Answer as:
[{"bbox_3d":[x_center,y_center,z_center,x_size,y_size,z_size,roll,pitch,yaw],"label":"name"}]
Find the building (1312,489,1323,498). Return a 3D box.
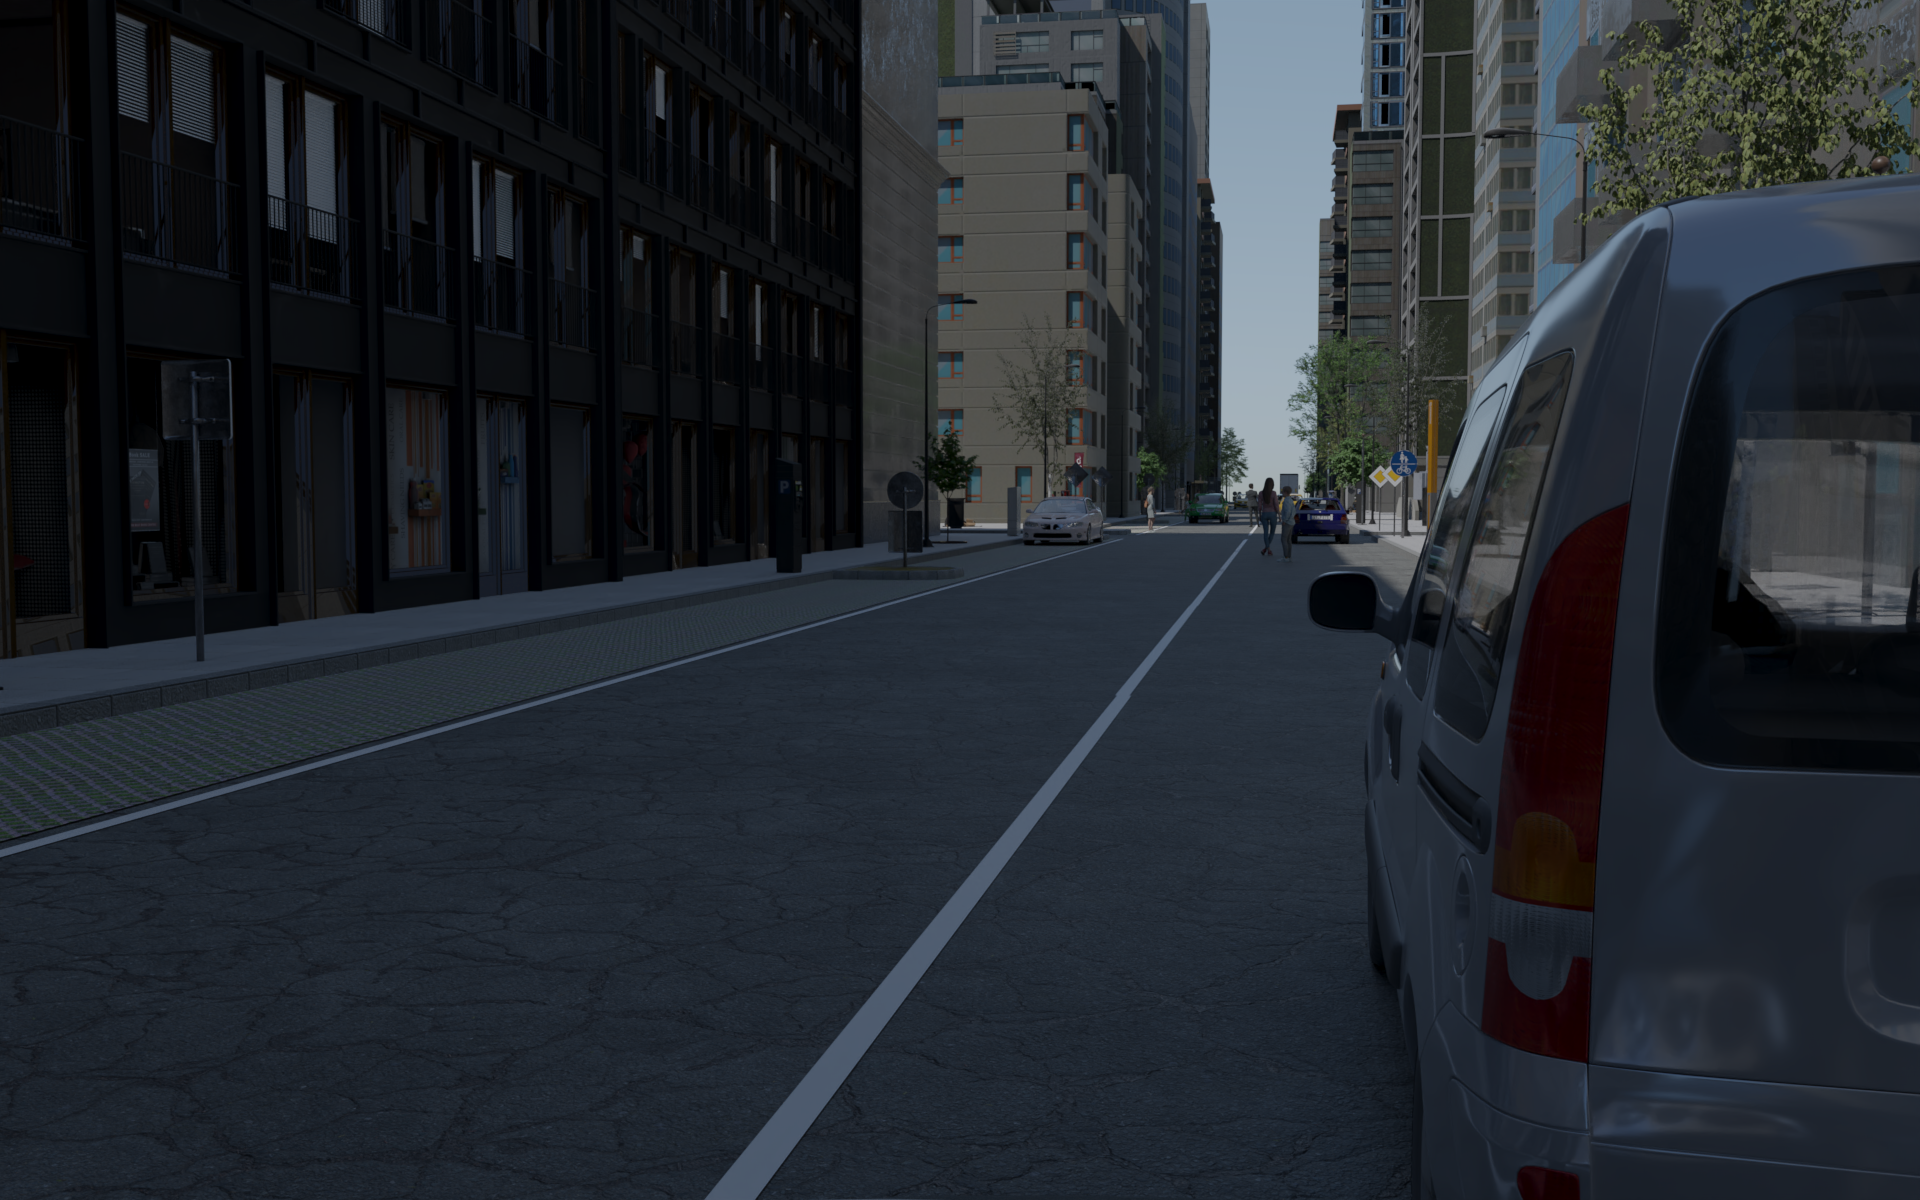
[{"bbox_3d":[65.338,-33.299,236.322,32.217,40.220,23.993,1,4,10],"label":"building"}]

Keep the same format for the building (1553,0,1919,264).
[{"bbox_3d":[24.386,-25.268,32.742,23.786,49.044,30.456,1,4,10],"label":"building"}]

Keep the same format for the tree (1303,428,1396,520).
[{"bbox_3d":[19.848,-6.249,85.882,4.285,4.588,4.351,0,3,0],"label":"tree"}]

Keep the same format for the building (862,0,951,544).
[{"bbox_3d":[-13.552,-15.442,49.745,25.104,27.353,12.463,1,4,10],"label":"building"}]

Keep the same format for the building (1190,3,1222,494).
[{"bbox_3d":[28.967,-50.233,259.553,20.563,71.187,20.611,1,4,10],"label":"building"}]

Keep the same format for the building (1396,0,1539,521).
[{"bbox_3d":[39.135,-24.136,86.512,32.217,40.220,23.993,1,4,10],"label":"building"}]

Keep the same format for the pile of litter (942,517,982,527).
[{"bbox_3d":[0.093,-3.294,67.821,1.719,0.858,1.176,-1,4,-12],"label":"pile of litter"}]

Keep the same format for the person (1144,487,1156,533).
[{"bbox_3d":[7.092,-3.350,64.282,0.522,1.701,0.512,-1,4,-10],"label":"person"}]

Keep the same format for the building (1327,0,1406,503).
[{"bbox_3d":[46.171,-51.799,159.589,22.319,86.520,31.000,1,4,10],"label":"building"}]

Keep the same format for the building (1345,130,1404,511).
[{"bbox_3d":[38.417,-22.513,139.782,14.160,30.474,14.107,1,4,10],"label":"building"}]

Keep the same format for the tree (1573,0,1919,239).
[{"bbox_3d":[8.165,-4.125,17.805,4.737,8.622,4.395,0,3,0],"label":"tree"}]

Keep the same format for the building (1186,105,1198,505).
[{"bbox_3d":[19.999,-33.645,200.202,14.600,45.320,14.200,1,4,10],"label":"building"}]

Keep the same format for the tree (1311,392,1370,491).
[{"bbox_3d":[27.208,-10.635,124.238,4.737,8.622,4.395,0,3,0],"label":"tree"}]

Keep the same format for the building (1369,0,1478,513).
[{"bbox_3d":[39.684,-41.663,119.441,20.563,71.187,20.611,1,4,10],"label":"building"}]

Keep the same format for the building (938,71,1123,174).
[{"bbox_3d":[3.817,-21.469,122.723,14.160,30.474,14.107,1,4,10],"label":"building"}]

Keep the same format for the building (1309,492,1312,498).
[{"bbox_3d":[72.250,-35.692,275.437,32.217,40.220,23.993,1,4,10],"label":"building"}]

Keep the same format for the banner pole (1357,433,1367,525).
[{"bbox_3d":[16.704,-5.007,71.879,0.401,3.779,0.863,1,4,9],"label":"banner pole"}]

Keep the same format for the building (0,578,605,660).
[{"bbox_3d":[-12.438,-11.524,18.095,12.332,23.373,15.834,1,4,10],"label":"building"}]

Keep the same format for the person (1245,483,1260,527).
[{"bbox_3d":[12.723,-4.122,75.254,0.648,1.900,0.474,1,4,12],"label":"person"}]

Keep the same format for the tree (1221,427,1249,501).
[{"bbox_3d":[45.189,-22.928,292.994,7.486,12.596,7.792,0,3,0],"label":"tree"}]

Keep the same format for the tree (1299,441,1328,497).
[{"bbox_3d":[44.934,-16.432,219.018,4.360,8.622,3.978,0,3,0],"label":"tree"}]

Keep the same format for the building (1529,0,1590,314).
[{"bbox_3d":[29.824,-25.355,64.666,14.200,45.320,14.600,1,4,10],"label":"building"}]

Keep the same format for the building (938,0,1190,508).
[{"bbox_3d":[10.490,-38.109,165.089,21.231,58.520,28.212,1,4,10],"label":"building"}]

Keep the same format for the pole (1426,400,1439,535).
[{"bbox_3d":[10.263,-2.678,37.625,0.158,3.312,0.155,0,3,0],"label":"pole"}]

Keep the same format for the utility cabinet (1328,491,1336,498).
[{"bbox_3d":[28.133,-7.476,130.911,0.318,1.500,1.173,2,4,31],"label":"utility cabinet"}]

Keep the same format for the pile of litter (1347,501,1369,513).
[{"bbox_3d":[27.294,-6.430,119.103,1.719,0.858,1.176,1,4,17],"label":"pile of litter"}]

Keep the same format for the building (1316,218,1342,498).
[{"bbox_3d":[60.153,-35.065,256.901,14.154,41.232,14.086,1,4,10],"label":"building"}]

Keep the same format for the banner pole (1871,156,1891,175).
[{"bbox_3d":[6.831,-1.417,13.178,0.401,3.779,0.863,0,4,1],"label":"banner pole"}]

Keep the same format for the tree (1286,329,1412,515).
[{"bbox_3d":[24.094,-11.153,108.111,9.928,11.665,9.643,0,3,0],"label":"tree"}]

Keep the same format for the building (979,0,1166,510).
[{"bbox_3d":[9.502,-28.180,144.329,14.154,41.232,14.086,1,4,10],"label":"building"}]

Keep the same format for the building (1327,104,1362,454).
[{"bbox_3d":[52.142,-32.803,190.953,22.147,44.769,28.867,1,4,10],"label":"building"}]

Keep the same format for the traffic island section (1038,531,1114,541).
[{"bbox_3d":[3.600,-1.956,54.263,2.009,0.180,2.903,1,4,10],"label":"traffic island section"}]

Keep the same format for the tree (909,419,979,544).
[{"bbox_3d":[-0.213,-3.083,45.005,1.663,3.219,1.824,0,3,0],"label":"tree"}]

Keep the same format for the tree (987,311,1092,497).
[{"bbox_3d":[3.407,-7.237,68.690,4.360,8.622,3.978,0,3,0],"label":"tree"}]

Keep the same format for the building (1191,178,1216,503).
[{"bbox_3d":[23.226,-35.550,235.874,22.147,44.769,28.867,1,4,10],"label":"building"}]

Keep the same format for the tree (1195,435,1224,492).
[{"bbox_3d":[29.862,-15.911,210.508,4.737,8.622,4.395,0,3,0],"label":"tree"}]

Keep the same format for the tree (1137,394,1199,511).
[{"bbox_3d":[15.700,-11.120,132.177,4.360,8.622,3.978,0,3,0],"label":"tree"}]

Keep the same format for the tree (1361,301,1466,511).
[{"bbox_3d":[17.373,-7.139,67.078,4.360,8.622,3.978,0,3,0],"label":"tree"}]

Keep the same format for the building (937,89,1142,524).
[{"bbox_3d":[-5.483,-15.034,90.852,27.650,21.520,28.899,1,4,10],"label":"building"}]

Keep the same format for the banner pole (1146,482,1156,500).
[{"bbox_3d":[13.555,-8.156,123.365,0.863,3.779,0.401,0,3,0],"label":"banner pole"}]

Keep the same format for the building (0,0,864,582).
[{"bbox_3d":[-9.802,-12.509,34.208,12.332,23.373,15.834,1,4,10],"label":"building"}]

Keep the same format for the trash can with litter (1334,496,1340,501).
[{"bbox_3d":[28.032,-7.129,127.942,1.055,1.170,0.624,2,4,28],"label":"trash can with litter"}]

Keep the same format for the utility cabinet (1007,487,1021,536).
[{"bbox_3d":[1.649,-2.720,53.155,0.318,1.500,1.173,0,4,8],"label":"utility cabinet"}]

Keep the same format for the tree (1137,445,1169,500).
[{"bbox_3d":[12.232,-8.087,115.928,4.285,4.588,4.351,0,3,0],"label":"tree"}]

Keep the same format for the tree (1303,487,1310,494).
[{"bbox_3d":[53.063,-16.487,264.167,1.663,3.219,1.824,0,3,0],"label":"tree"}]

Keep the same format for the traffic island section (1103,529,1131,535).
[{"bbox_3d":[5.060,-2.436,62.115,2.009,0.180,2.903,1,4,10],"label":"traffic island section"}]

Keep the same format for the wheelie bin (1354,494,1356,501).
[{"bbox_3d":[28.350,-7.027,122.796,0.693,1.594,0.980,0,4,-3],"label":"wheelie bin"}]

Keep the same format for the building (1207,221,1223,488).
[{"bbox_3d":[34.670,-38.339,276.955,14.600,45.320,14.200,1,4,10],"label":"building"}]

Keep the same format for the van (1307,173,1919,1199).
[{"bbox_3d":[1.792,0.194,3.848,2.013,2.044,4.112,1,4,12],"label":"van"}]

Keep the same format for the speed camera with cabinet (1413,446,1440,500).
[{"bbox_3d":[19.727,-4.724,71.576,2.038,3.252,0.660,-2,4,-24],"label":"speed camera with cabinet"}]
